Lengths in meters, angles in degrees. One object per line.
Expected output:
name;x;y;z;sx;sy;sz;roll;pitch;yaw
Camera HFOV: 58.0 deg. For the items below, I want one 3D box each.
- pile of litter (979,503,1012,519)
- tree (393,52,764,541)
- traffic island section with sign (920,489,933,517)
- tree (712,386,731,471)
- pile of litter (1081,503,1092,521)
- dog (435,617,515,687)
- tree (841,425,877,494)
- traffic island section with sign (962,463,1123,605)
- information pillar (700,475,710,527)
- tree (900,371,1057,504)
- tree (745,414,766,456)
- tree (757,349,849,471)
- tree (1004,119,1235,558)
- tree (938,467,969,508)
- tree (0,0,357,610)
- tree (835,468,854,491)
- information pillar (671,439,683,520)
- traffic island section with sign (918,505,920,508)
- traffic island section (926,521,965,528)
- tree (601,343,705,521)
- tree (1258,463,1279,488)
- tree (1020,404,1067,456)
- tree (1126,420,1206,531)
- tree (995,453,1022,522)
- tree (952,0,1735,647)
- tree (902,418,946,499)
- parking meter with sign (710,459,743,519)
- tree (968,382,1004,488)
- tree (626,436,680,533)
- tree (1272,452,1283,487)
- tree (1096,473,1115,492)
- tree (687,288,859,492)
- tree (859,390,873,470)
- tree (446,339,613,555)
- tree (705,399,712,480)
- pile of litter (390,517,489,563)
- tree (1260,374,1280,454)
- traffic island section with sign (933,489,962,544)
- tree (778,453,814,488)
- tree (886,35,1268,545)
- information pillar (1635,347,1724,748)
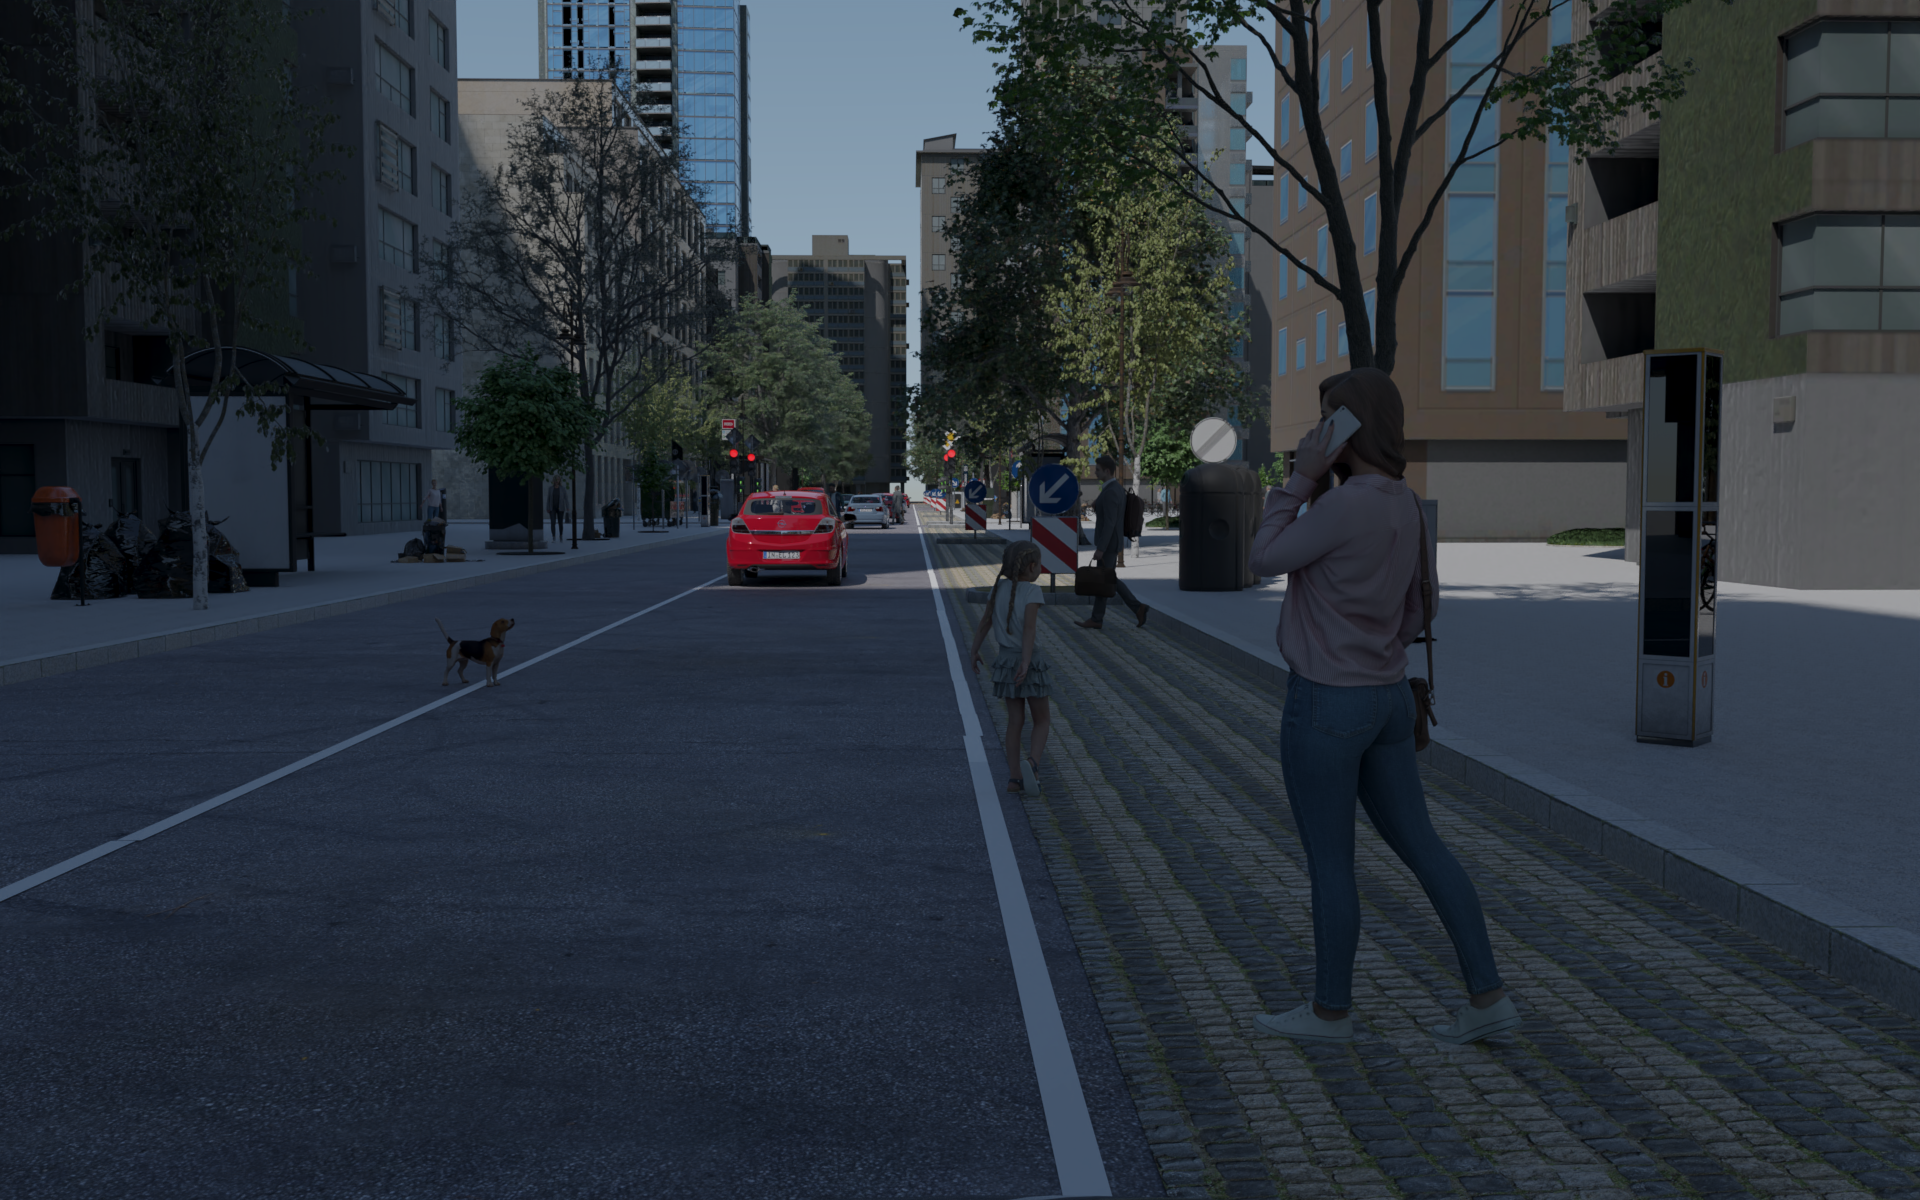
pile of litter;2.074;-4.599;89.150;1.176;0.858;1.719;2;4;35
tree;-10.148;-8.395;47.622;12.009;13.543;11.850;0;3;0
traffic island section with sign;-1.300;-5.990;106.558;1.989;1.847;2.006;0;4;-2
tree;-15.908;-8.952;96.729;4.737;8.622;4.395;0;3;0
pile of litter;5.611;-4.151;81.832;1.176;0.858;1.719;-1;4;-19
dog;-3.633;0.385;12.985;0.540;0.507;0.406;-1;4;-22
tree;-14.775;-17.511;220.718;8.767;10.594;7.601;0;4;-2
traffic island section with sign;1.082;-0.887;23.130;1.989;1.847;2.006;0;4;-2
information pillar;-9.934;-3.856;67.531;0.304;2.012;0.304;0;4;7
tree;1.592;-12.717;118.300;12.009;13.543;11.850;0;3;0
tree;-17.357;-11.928;145.388;4.360;8.622;3.978;0;3;0
tree;-12.444;-13.286;135.360;7.486;12.596;7.792;0;3;0
tree;3.517;-5.159;34.713;4.737;8.622;4.395;0;3;0
tree;-0.477;-10.979;163.213;4.285;4.588;4.351;0;3;0
tree;-8.427;-4.183;18.750;4.360;8.622;3.978;0;3;0
tree;-14.102;-15.166;198.328;4.360;8.622;3.978;0;3;0
information pillar;-11.955;-5.007;73.226;0.504;3.616;0.183;-1;4;-21
traffic island section with sign;-2.073;-7.654;133.770;1.989;1.847;2.006;0;4;-2
traffic island section;-0.571;-3.595;81.054;2.009;0.180;2.903;0;4;-2
tree;-15.263;-8.130;83.296;4.737;8.622;4.395;0;3;0
tree;18.993;-7.002;109.082;1.663;3.219;1.824;0;3;0
tree;6.368;-11.241;134.147;4.360;8.622;3.978;0;3;0
tree;7.405;-4.738;61.183;4.285;4.588;4.351;0;3;0
tree;2.691;-5.235;80.198;1.663;3.219;1.824;0;3;0
tree;3.564;-5.456;14.957;9.928;11.665;9.643;0;3;0
tree;-1.748;-17.627;194.857;9.857;13.997;8.962;0;3;0
parking meter with sign;-11.758;-5.581;87.512;1.738;3.016;0.543;-1;4;-10
tree;2.219;-6.379;54.658;4.737;8.622;4.395;0;3;0
tree;-10.174;-3.848;57.508;1.663;3.219;1.824;0;3;0
tree;20.567;-7.419;105.012;4.285;4.588;4.351;0;3;0
tree;11.450;-8.427;132.377;1.663;3.219;1.824;0;3;0
tree;-11.669;-12.221;106.476;9.857;13.997;8.962;0;3;0
tree;-12.176;-15.191;155.034;9.857;13.997;8.962;0;3;0
tree;-9.103;-3.245;36.766;4.285;4.588;4.351;0;3;0
tree;-15.633;-8.591;90.822;4.737;8.622;4.395;0;3;0
pile of litter;-9.832;-1.145;32.681;1.719;0.858;1.176;-1;4;-12
tree;19.032;-9.082;98.859;4.360;8.622;3.978;0;3;0
traffic island section with sign;0.314;-2.535;50.076;1.989;1.847;2.006;0;4;-2
tree;-12.400;-8.799;127.575;4.285;4.588;4.351;0;3;0
tree;2.950;-7.732;43.422;9.611;12.733;9.660;0;3;0
information pillar;3.693;-0.269;8.896;0.304;2.012;0.304;3;5;41
